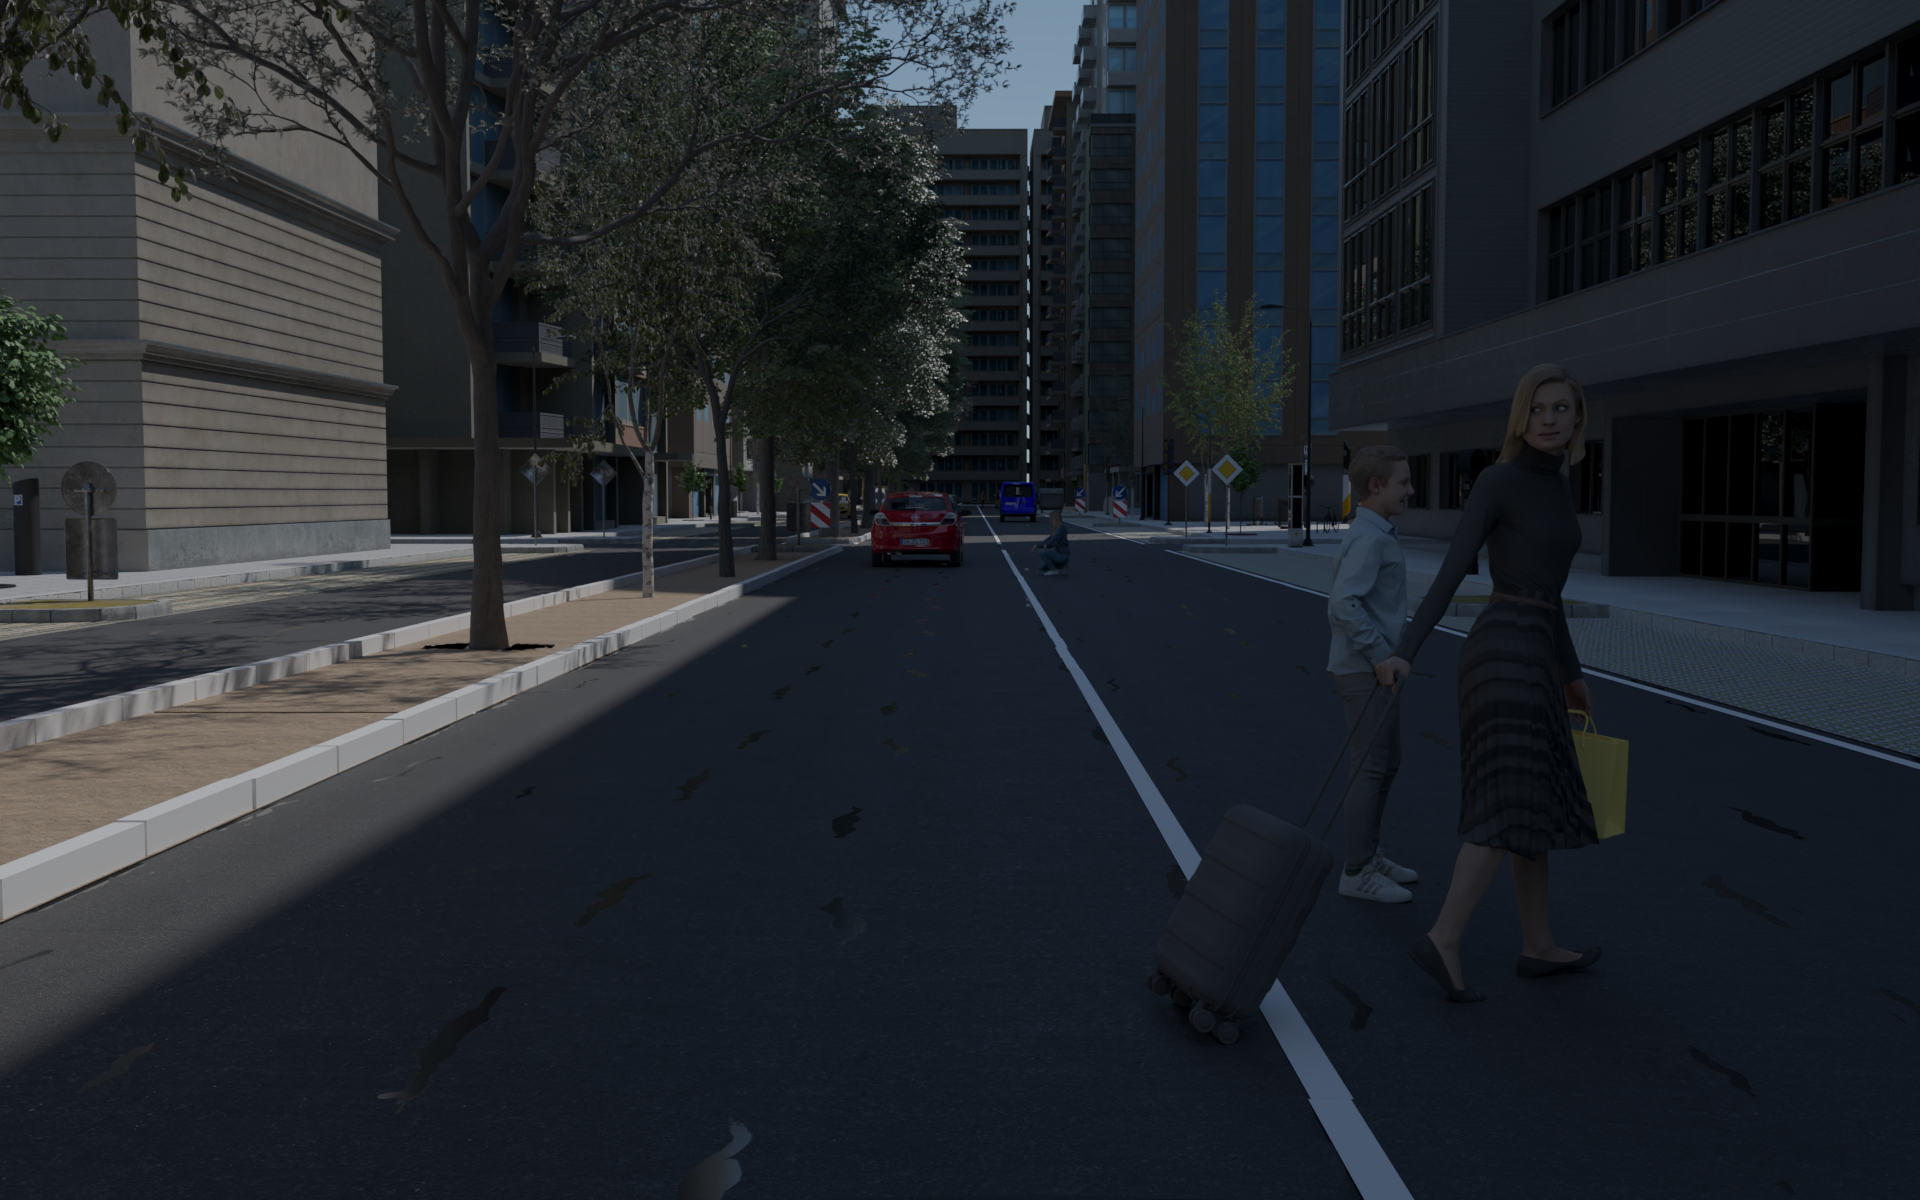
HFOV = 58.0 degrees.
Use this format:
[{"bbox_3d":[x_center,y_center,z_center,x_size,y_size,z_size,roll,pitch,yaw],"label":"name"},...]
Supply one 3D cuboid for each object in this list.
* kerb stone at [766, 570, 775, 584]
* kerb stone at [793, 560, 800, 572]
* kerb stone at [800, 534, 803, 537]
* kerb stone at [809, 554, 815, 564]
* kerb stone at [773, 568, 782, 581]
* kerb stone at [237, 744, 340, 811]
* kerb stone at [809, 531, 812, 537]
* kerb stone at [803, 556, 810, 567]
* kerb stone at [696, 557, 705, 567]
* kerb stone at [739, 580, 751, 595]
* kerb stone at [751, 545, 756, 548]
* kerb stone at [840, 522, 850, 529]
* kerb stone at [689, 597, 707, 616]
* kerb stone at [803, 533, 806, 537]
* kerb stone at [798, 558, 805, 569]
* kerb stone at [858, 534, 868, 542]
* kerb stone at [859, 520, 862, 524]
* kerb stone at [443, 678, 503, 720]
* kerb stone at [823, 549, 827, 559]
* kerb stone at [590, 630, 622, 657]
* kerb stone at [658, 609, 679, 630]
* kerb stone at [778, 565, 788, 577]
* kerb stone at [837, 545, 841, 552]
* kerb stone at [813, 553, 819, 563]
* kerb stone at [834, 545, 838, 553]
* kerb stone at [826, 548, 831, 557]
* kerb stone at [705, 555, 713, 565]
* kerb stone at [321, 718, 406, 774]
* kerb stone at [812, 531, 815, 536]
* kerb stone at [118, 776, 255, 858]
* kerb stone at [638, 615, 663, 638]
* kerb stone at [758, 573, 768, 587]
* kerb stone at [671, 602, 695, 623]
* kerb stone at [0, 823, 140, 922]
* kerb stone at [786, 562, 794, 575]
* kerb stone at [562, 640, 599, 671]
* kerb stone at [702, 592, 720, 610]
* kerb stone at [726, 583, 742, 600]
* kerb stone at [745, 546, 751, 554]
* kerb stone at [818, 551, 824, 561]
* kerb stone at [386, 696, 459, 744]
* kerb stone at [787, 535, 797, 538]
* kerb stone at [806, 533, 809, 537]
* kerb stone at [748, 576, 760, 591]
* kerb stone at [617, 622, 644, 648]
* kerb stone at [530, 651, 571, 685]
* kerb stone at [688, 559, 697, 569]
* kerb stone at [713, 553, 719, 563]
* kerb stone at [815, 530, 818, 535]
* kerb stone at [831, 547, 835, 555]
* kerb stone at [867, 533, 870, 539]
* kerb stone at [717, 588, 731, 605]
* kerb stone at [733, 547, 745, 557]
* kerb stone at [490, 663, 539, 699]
[{"bbox_3d":[-3.124,-0.343,27.803,0.120,0.150,1.000,0,4,0],"label":"kerb stone"},{"bbox_3d":[-3.105,-0.594,31.907,0.120,0.150,1.000,0,4,0],"label":"kerb stone"},{"bbox_3d":[-5.073,-1.944,53.988,0.120,0.150,1.000,0,4,0],"label":"kerb stone"},{"bbox_3d":[-3.089,-0.781,34.984,0.120,0.150,1.000,0,4,0],"label":"kerb stone"},{"bbox_3d":[-3.117,-0.399,28.825,0.120,0.150,1.000,0,4,0],"label":"kerb stone"},{"bbox_3d":[-3.241,0.852,8.334,0.120,0.150,1.000,0,4,0],"label":"kerb stone"},{"bbox_3d":[-5.061,-2.124,57.059,0.120,0.150,1.000,0,4,0],"label":"kerb stone"},{"bbox_3d":[-3.093,-0.720,33.962,0.120,0.150,1.000,0,4,0],"label":"kerb stone"},{"bbox_3d":[-5.194,-0.717,33.992,0.120,0.150,1.000,0,4,0],"label":"kerb stone"},{"bbox_3d":[-3.146,-0.154,24.726,0.120,0.150,1.000,0,4,0],"label":"kerb stone"},{"bbox_3d":[-5.150,-1.222,42.193,0.120,0.150,1.000,0,4,0],"label":"kerb stone"},{"bbox_3d":[-4.949,-3.198,74.490,0.120,0.150,1.000,0,4,0],"label":"kerb stone"},{"bbox_3d":[-3.175,0.096,20.623,0.120,0.150,1.000,0,4,0],"label":"kerb stone"},{"bbox_3d":[-5.072,-2.007,55.010,0.120,0.150,1.000,0,4,0],"label":"kerb stone"},{"bbox_3d":[-3.105,-0.654,32.935,0.120,0.150,1.000,0,4,0],"label":"kerb stone"},{"bbox_3d":[-2.976,-1.881,52.953,0.120,0.150,1.000,0,4,0],"label":"kerb stone"},{"bbox_3d":[-4.877,-3.952,86.816,0.120,0.150,1.000,0,4,0],"label":"kerb stone"},{"bbox_3d":[-3.226,0.659,11.413,0.120,0.150,1.000,0,4,0],"label":"kerb stone"},{"bbox_3d":[-3.071,-0.967,38.069,0.120,0.150,1.000,0,4,0],"label":"kerb stone"},{"bbox_3d":[-3.207,0.410,15.503,0.120,0.150,1.000,0,4,0],"label":"kerb stone"},{"bbox_3d":[-3.182,0.231,18.578,0.120,0.150,1.000,0,4,0],"label":"kerb stone"},{"bbox_3d":[-3.116,-0.469,29.857,0.120,0.150,1.000,0,4,0],"label":"kerb stone"},{"bbox_3d":[-3.045,-1.213,42.168,0.120,0.150,1.000,0,4,0],"label":"kerb stone"},{"bbox_3d":[-3.080,-0.845,36.016,0.120,0.150,1.000,0,4,0],"label":"kerb stone"},{"bbox_3d":[-3.049,-1.154,41.142,0.120,0.150,1.000,0,4,0],"label":"kerb stone"},{"bbox_3d":[-3.066,-1.030,39.090,0.120,0.150,1.000,0,4,0],"label":"kerb stone"},{"bbox_3d":[-5.190,-0.784,35.019,0.120,0.150,1.000,0,4,0],"label":"kerb stone"},{"bbox_3d":[-3.233,0.789,9.356,0.120,0.150,1.000,0,4,0],"label":"kerb stone"},{"bbox_3d":[-5.052,-2.196,58.093,0.120,0.150,1.000,0,4,0],"label":"kerb stone"},{"bbox_3d":[-3.255,0.910,7.311,0.120,0.150,1.000,0,4,0],"label":"kerb stone"},{"bbox_3d":[-3.190,0.288,17.555,0.120,0.150,1.000,0,4,0],"label":"kerb stone"},{"bbox_3d":[-3.130,-0.277,26.780,0.120,0.150,1.000,0,4,0],"label":"kerb stone"},{"bbox_3d":[-3.173,0.159,19.599,0.120,0.150,1.000,0,4,0],"label":"kerb stone"},{"bbox_3d":[-3.258,0.977,6.290,0.120,0.150,1.000,0,4,0],"label":"kerb stone"},{"bbox_3d":[-3.112,-0.531,30.879,0.120,0.150,1.000,0,4,0],"label":"kerb stone"},{"bbox_3d":[-3.210,0.474,14.481,0.120,0.150,1.000,0,4,0],"label":"kerb stone"},{"bbox_3d":[-3.166,0.034,21.645,0.120,0.150,1.000,0,4,0],"label":"kerb stone"},{"bbox_3d":[-3.150,-0.092,23.694,0.120,0.150,1.000,0,4,0],"label":"kerb stone"},{"bbox_3d":[-5.158,-1.158,41.166,0.120,0.150,1.000,0,4,0],"label":"kerb stone"},{"bbox_3d":[-3.073,-0.908,37.041,0.120,0.150,1.000,0,4,0],"label":"kerb stone"},{"bbox_3d":[-3.233,0.722,10.391,0.120,0.150,1.000,0,4,0],"label":"kerb stone"},{"bbox_3d":[-5.083,-1.819,51.943,0.120,0.150,1.000,0,4,0],"label":"kerb stone"},{"bbox_3d":[-5.063,-2.070,56.037,0.120,0.150,1.000,0,4,0],"label":"kerb stone"},{"bbox_3d":[-3.135,-0.216,25.756,0.120,0.150,1.000,0,4,0],"label":"kerb stone"},{"bbox_3d":[-3.194,0.348,16.529,0.120,0.150,1.000,0,4,0],"label":"kerb stone"},{"bbox_3d":[-3.215,0.537,13.459,0.120,0.150,1.000,0,4,0],"label":"kerb stone"},{"bbox_3d":[-5.197,-0.656,32.970,0.120,0.150,1.000,0,4,0],"label":"kerb stone"},{"bbox_3d":[-5.183,-0.844,36.048,0.120,0.150,1.000,0,4,0],"label":"kerb stone"},{"bbox_3d":[-5.047,-2.258,59.115,0.120,0.150,1.000,0,4,0],"label":"kerb stone"},{"bbox_3d":[-3.060,-1.096,40.120,0.120,0.150,1.000,0,4,0],"label":"kerb stone"},{"bbox_3d":[-2.973,-1.941,53.981,0.120,0.150,1.000,0,4,0],"label":"kerb stone"},{"bbox_3d":[-3.157,-0.023,22.667,0.120,0.150,1.000,0,4,0],"label":"kerb stone"},{"bbox_3d":[-5.158,-1.097,40.136,0.120,0.150,1.000,0,4,0],"label":"kerb stone"},{"bbox_3d":[-3.227,0.597,12.435,0.120,0.150,1.000,0,4,0],"label":"kerb stone"}]
